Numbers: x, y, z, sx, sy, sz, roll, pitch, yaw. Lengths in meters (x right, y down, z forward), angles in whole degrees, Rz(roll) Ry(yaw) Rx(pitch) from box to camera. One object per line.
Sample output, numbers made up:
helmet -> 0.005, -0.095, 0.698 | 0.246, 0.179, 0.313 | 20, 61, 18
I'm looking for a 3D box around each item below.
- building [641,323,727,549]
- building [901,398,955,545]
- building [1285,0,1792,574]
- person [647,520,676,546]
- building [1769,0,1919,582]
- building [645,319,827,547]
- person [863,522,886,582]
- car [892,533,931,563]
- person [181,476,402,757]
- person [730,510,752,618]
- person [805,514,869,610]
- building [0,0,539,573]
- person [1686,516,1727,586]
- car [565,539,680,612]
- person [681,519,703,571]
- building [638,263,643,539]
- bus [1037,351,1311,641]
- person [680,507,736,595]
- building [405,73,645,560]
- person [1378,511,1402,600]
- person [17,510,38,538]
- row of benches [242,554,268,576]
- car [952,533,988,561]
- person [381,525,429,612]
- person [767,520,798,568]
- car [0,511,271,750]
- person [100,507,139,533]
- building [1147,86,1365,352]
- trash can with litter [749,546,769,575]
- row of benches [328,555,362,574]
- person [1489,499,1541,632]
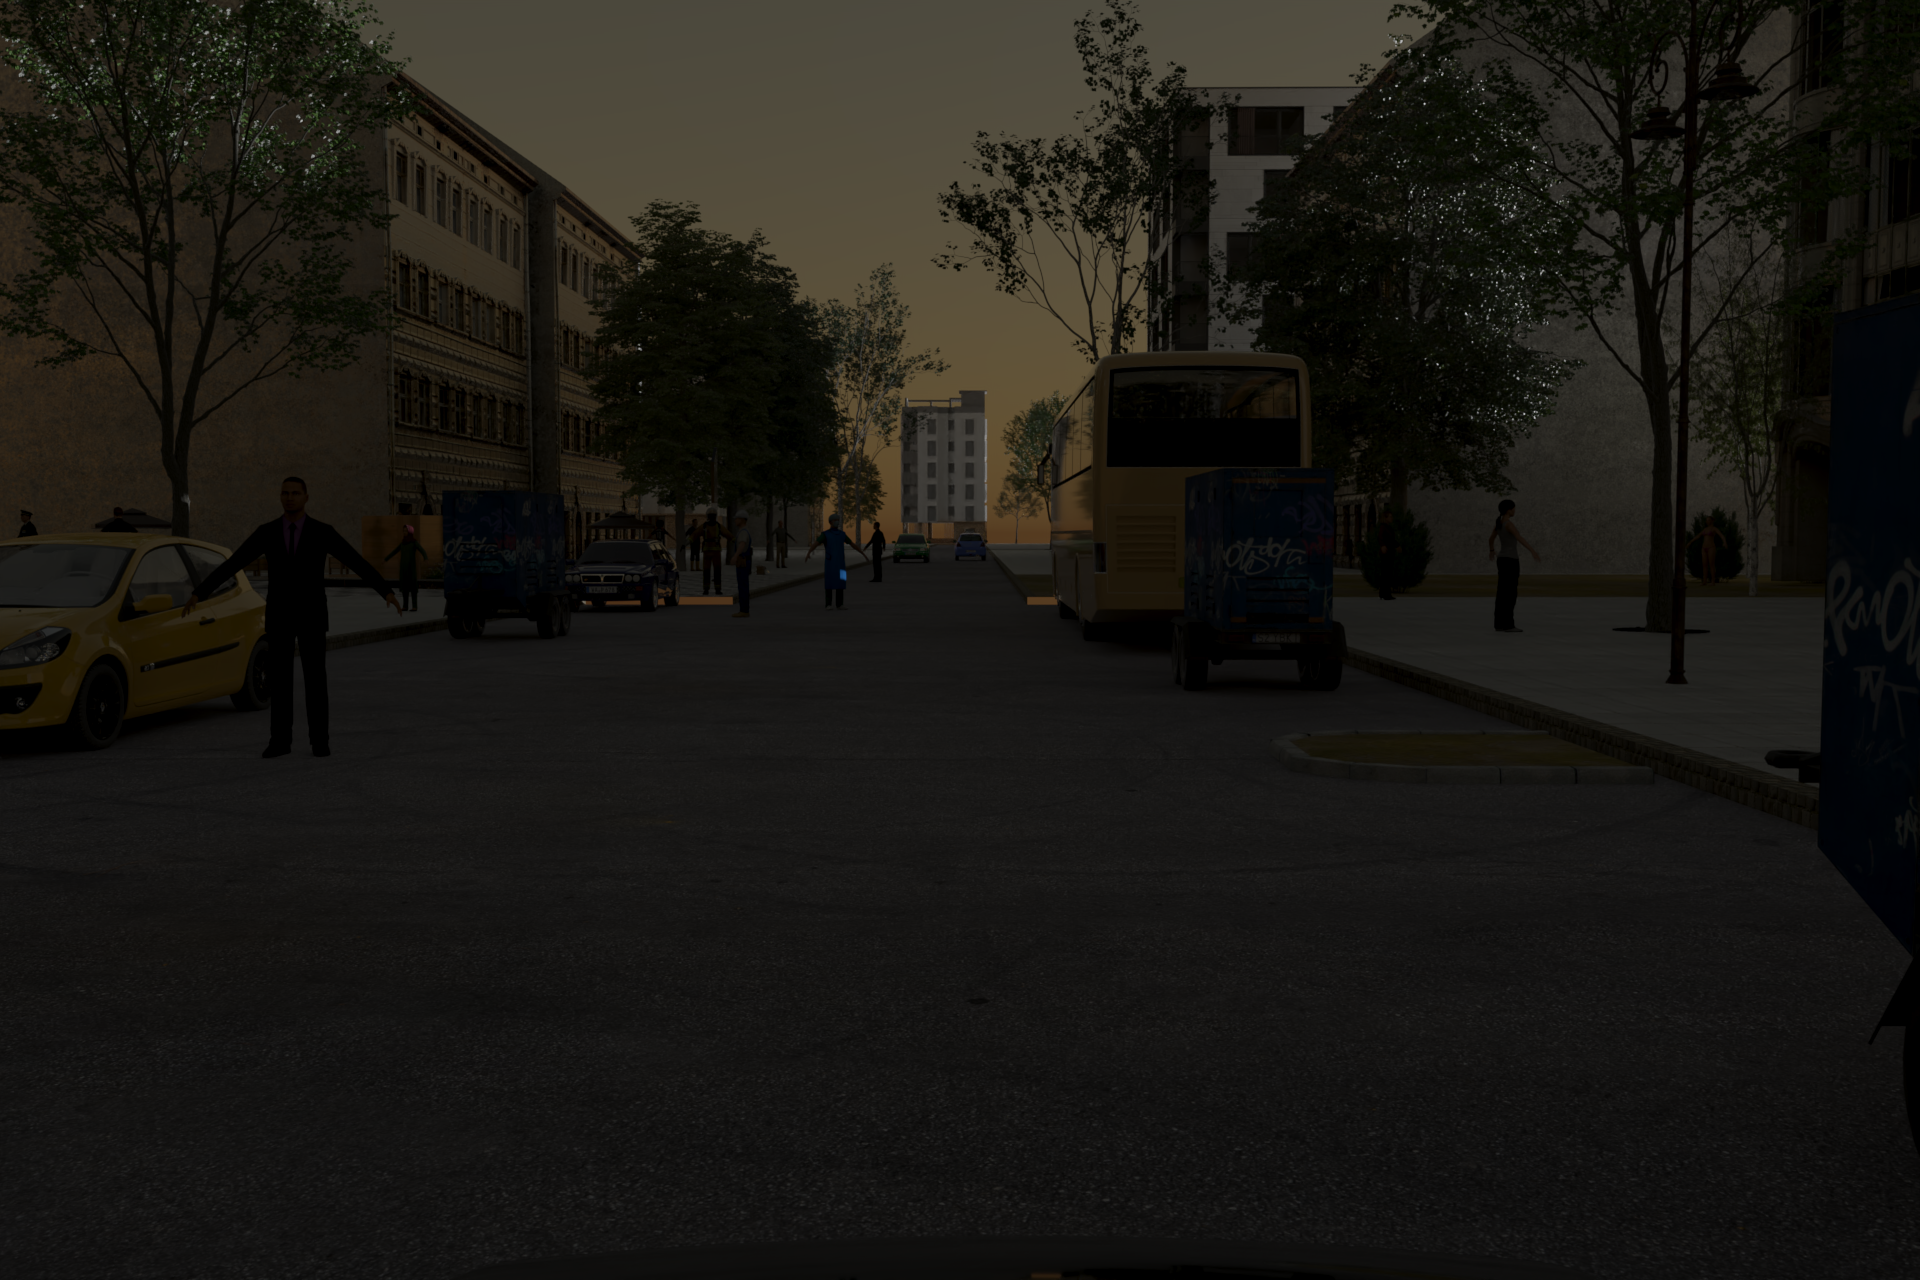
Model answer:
building -> -26.896, -18.229, 154.467 | 16.016, 20.090, 11.380 | 0, 4, 0
building -> -7.462, -22.785, 231.415 | 11.380, 20.090, 16.016 | 0, 4, -6
building -> 23.461, -14.286, 64.512 | 19.493, 23.208, 18.063 | 0, 3, 0
person -> -11.459, -3.681, 66.329 | 1.345, 1.843, 0.704 | 1, 4, 13
building -> 26.687, -12.833, 26.478 | 14.369, 24.946, 33.146 | 0, 4, 1
building -> -24.281, -21.374, 180.399 | 19.493, 23.208, 18.063 | 0, 4, 0
person -> -2.501, -2.632, 51.712 | 0.704, 1.802, 1.346 | 2, 4, 25
car -> -2.434, -4.793, 87.168 | 1.959, 1.807, 4.718 | 0, 4, 0
person -> -4.296, -0.154, 11.200 | 1.346, 1.802, 0.704 | -1, 4, -10
person -> -3.778, -1.320, 29.888 | 0.705, 1.847, 1.347 | 0, 4, -2
person -> -2.352, -1.475, 32.704 | 1.347, 1.817, 0.704 | -2, 4, -32
building -> -27.877, -14.352, 65.591 | 19.493, 23.208, 18.063 | 0, 4, 1
person -> 18.516, -2.210, 42.931 | 0.721, 1.733, 1.217 | -2, 4, -26
car -> -6.478, -1.263, 33.222 | 1.945, 1.354, 3.894 | 0, 3, 0
person -> -9.136, -3.286, 59.861 | 0.704, 1.812, 1.346 | 3, 5, 44
building -> -26.506, -15.137, 103.918 | 16.016, 20.090, 11.380 | 0, 4, 1
bus -> 2.843, -2.112, 26.079 | 2.896, 3.916, 12.252 | 0, 4, 0
person -> -5.235, -1.883, 36.563 | 1.354, 1.858, 0.705 | -1, 4, -13
building -> -26.766, -15.523, 84.734 | 19.493, 23.208, 18.063 | 0, 4, 1
person -> 8.375, -1.643, 33.674 | 0.721, 1.729, 1.215 | 2, 4, 28
person -> -21.337, -2.057, 39.572 | 1.347, 1.837, 0.705 | 3, 4, 38
row of benches -> -21.456, -2.199, 51.414 | 1.422, 0.672, 4.104 | 1, 4, 20
car -> 0.559, -5.184, 94.344 | 1.945, 1.707, 3.694 | 0, 4, -1
person -> -9.175, -1.191, 28.680 | 0.989, 1.438, 0.599 | 2, 4, 24
person -> -6.748, -3.611, 65.305 | 1.348, 1.796, 0.705 | -3, 4, -38
car -> -6.509, -0.151, 12.696 | 2.015, 1.641, 3.980 | 0, 4, 1
person -> -16.089, -1.646, 33.128 | 1.348, 1.803, 0.705 | -3, 5, -42
building -> 24.051, -15.394, 95.665 | 27.936, 21.610, 32.646 | 0, 4, 1
trash can with litter -> -6.551, -2.643, 54.606 | 1.055, 1.170, 0.624 | 0, 4, 0
row of benches -> -18.706, -2.359, 54.035 | 1.422, 0.672, 4.104 | -3, 5, -40
person -> 7.266, -0.976, 22.773 | 0.721, 1.737, 1.217 | -1, 4, -11
